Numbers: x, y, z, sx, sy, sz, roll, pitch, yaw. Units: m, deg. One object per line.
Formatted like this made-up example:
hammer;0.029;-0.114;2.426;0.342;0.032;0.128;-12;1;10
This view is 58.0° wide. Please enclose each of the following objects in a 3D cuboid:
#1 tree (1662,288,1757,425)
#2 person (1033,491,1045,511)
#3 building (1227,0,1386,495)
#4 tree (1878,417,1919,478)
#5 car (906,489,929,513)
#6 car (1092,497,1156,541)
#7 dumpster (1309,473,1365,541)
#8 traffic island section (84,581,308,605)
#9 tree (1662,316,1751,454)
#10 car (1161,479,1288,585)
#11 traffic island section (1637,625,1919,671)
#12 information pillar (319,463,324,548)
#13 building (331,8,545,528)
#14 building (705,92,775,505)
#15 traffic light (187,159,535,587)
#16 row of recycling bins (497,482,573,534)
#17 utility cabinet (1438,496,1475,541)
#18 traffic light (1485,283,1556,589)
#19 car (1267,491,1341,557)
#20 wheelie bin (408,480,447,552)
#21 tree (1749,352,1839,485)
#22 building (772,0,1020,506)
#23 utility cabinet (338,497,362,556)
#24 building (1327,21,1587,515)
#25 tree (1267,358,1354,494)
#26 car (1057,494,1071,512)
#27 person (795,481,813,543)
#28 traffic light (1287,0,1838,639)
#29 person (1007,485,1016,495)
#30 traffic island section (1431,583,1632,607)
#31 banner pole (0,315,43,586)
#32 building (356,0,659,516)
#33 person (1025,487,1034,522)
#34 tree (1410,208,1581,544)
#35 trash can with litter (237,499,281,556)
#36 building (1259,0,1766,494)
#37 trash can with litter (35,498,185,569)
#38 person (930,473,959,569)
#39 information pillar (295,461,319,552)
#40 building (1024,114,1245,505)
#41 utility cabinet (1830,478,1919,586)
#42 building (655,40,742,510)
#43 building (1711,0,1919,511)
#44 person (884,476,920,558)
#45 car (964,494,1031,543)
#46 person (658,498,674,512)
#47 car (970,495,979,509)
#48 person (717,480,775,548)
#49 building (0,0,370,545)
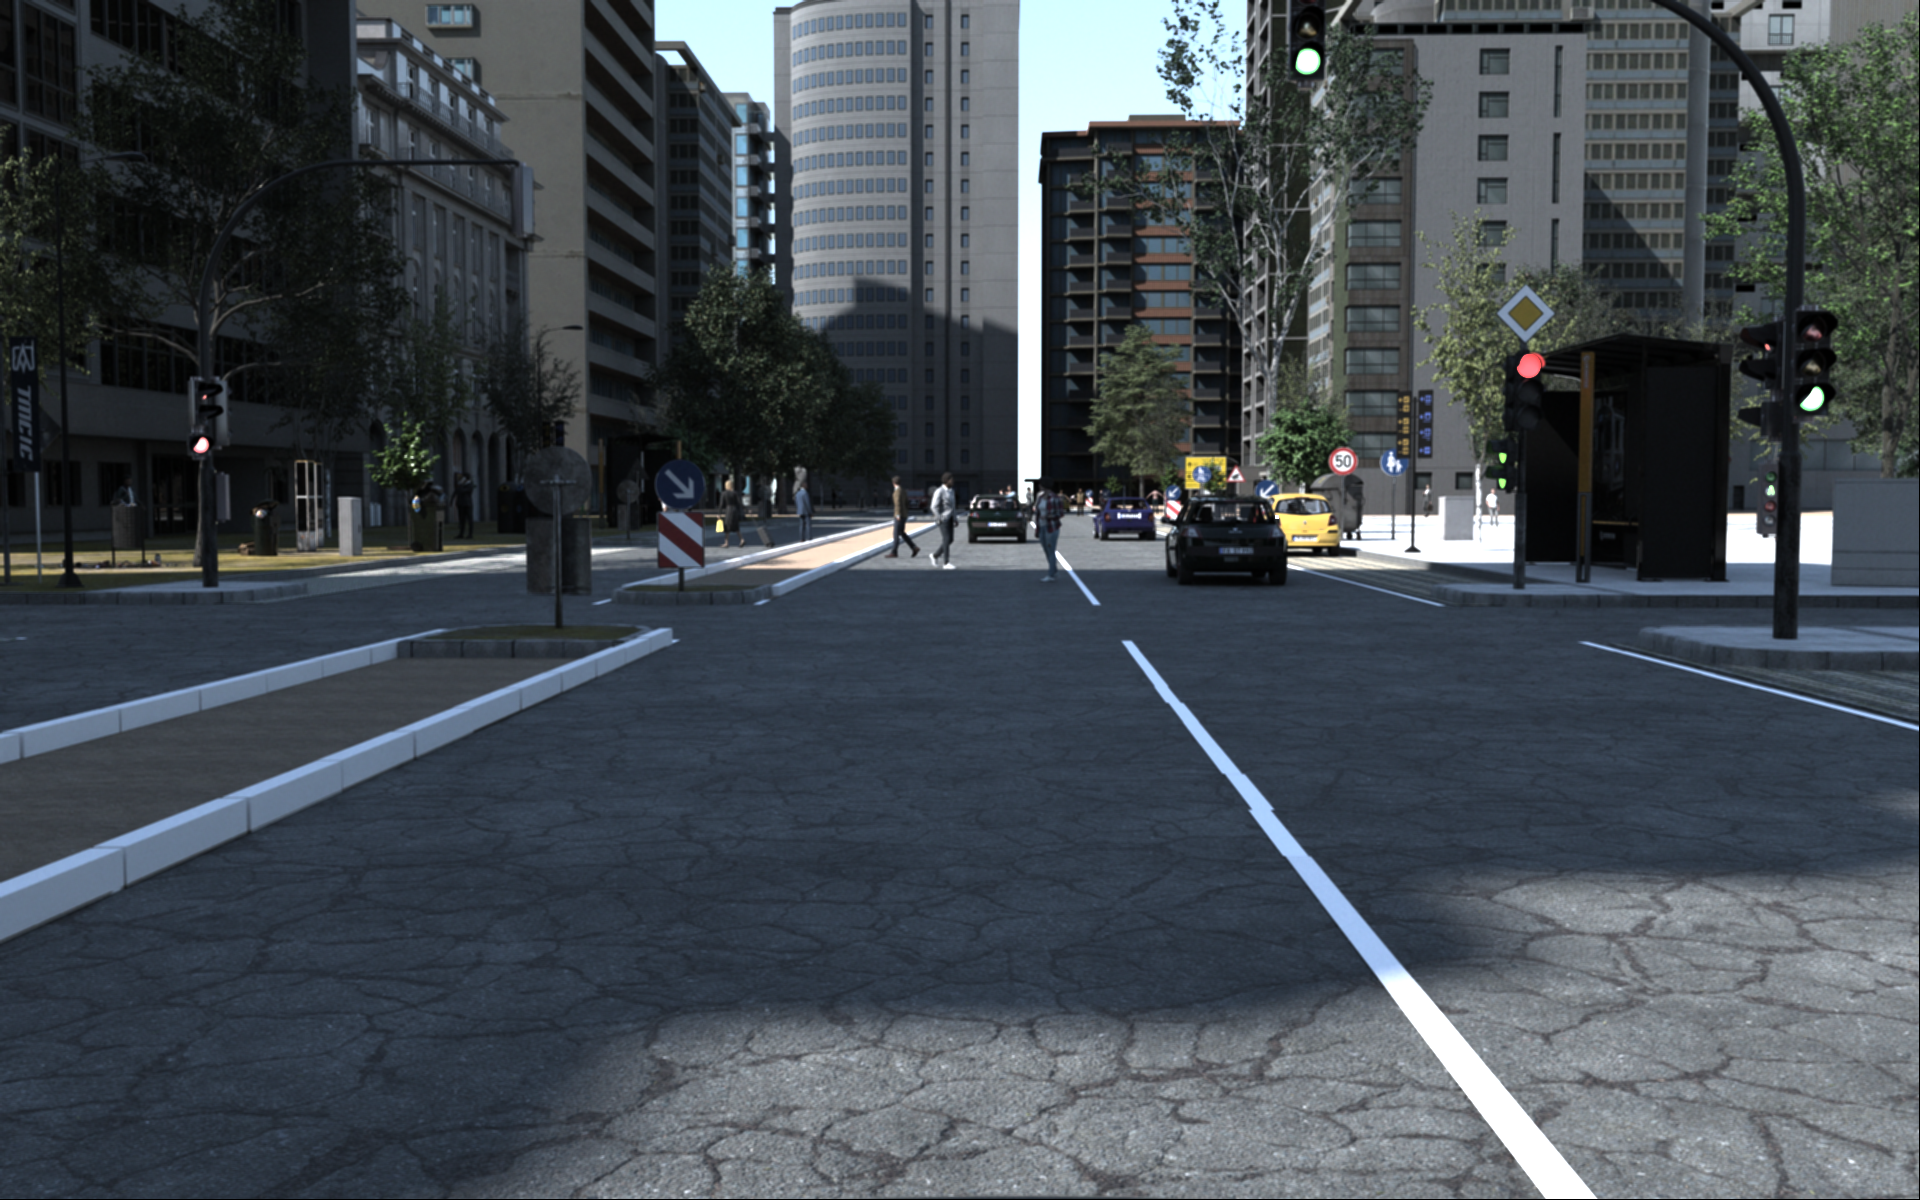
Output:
tree;26.181;-6.782;61.245;4.360;8.622;3.978;0;3;0
person;2.707;-2.940;56.970;0.661;1.777;0.834;2;4;30
building;34.246;-43.586;150.881;20.563;71.187;20.611;0;4;2
tree;59.439;-7.743;89.505;20.602;7.101;11.467;0;4;8
car;-3.433;-7.491;131.147;2.281;1.827;5.304;0;4;0
car;5.158;-2.567;54.552;1.945;1.354;3.894;0;4;0
dumpster;10.494;-2.593;48.162;1.264;1.857;1.865;0;4;2
traffic island section;-10.361;-0.099;23.905;2.009;0.180;2.903;0;4;2
tree;30.144;-7.449;72.155;4.737;8.622;4.395;0;3;0
car;4.370;-1.159;28.732;2.009;1.686;4.222;0;4;3
traffic island section;7.347;0.420;15.413;2.009;0.180;2.903;0;4;2
information pillar;-15.252;-2.227;40.910;0.304;2.012;0.304;1;4;9
building;-28.025;-14.351;76.435;13.314;21.916;24.055;0;4;2
building;-36.432;-35.859;205.909;30.456;49.044;23.786;0;4;2
traffic light;-8.228;-3.002;23.745;4.771;5.953;1.251;0;4;2
row of recycling bins;-13.799;-3.007;56.269;3.534;1.692;1.069;3;5;41
utility cabinet;13.631;-2.228;47.589;1.020;1.237;0.306;-2;4;-25
traffic light;7.533;-2.102;23.282;0.839;4.253;0.868;0;4;2
car;7.863;-1.871;40.815;2.015;1.641;3.980;0;4;3
wheelie bin;-11.787;-1.867;38.433;0.693;1.594;0.980;0;4;2
tree;37.072;-7.798;77.862;4.737;8.622;4.395;0;3;0
building;-7.163;-40.423;202.911;28.212;58.520;21.231;0;4;2
utility cabinet;-12.773;-1.538;36.314;0.306;1.237;1.020;-1;4;-9
building;30.457;-20.703;110.198;14.160;30.474;14.107;0;4;2
tree;18.248;-8.625;91.385;4.737;8.622;4.395;0;3;0
car;7.923;-7.854;138.629;2.015;1.641;3.980;0;4;2
person;-4.493;-2.540;50.214;0.721;1.800;0.419;3;5;44
traffic light;5.214;-2.480;15.218;4.771;5.953;1.251;0;4;2
person;2.106;-3.920;72.684;0.778;1.811;0.616;-3;5;-41
traffic island section;7.573;-0.068;23.395;2.009;0.180;2.903;0;4;2
banner pole;-13.199;-2.093;24.240;0.863;3.779;0.401;1;4;15
building;-31.939;-29.725;109.697;21.300;48.544;21.600;0;4;2
person;3.563;-4.868;88.278;0.473;1.802;0.592;2;4;27
tree;13.439;-5.750;44.372;4.737;8.622;4.395;0;3;0
trash can with litter;-14.596;-1.500;35.915;1.055;1.170;0.624;2;4;30
building;39.518;-26.757;129.364;32.217;40.220;23.993;0;4;2
trash can with litter;-14.967;-1.182;30.375;2.233;1.210;1.678;0;4;-7
person;-0.339;-1.523;33.248;0.795;1.843;0.661;3;4;38
information pillar;-14.400;-2.057;38.123;0.304;2.012;0.304;1;4;11
building;22.006;-33.518;202.651;28.867;44.769;22.147;0;4;2
utility cabinet;12.776;-0.941;24.060;1.173;1.500;0.318;2;4;25
building;-31.990;-27.927;148.488;23.993;40.220;32.217;0;4;2
building;68.425;-34.129;147.252;27.495;52.752;28.713;0;4;2
person;-1.322;-1.884;39.208;0.836;1.842;0.656;-1;4;-14
car;1.115;-2.564;51.715;2.009;1.686;4.222;0;4;1
person;-6.602;-1.821;38.840;0.524;1.755;0.480;1;4;17
car;1.639;-6.058;111.403;2.083;1.381;4.827;0;4;2
person;-5.751;-2.291;46.177;1.509;1.804;0.699;1;4;11
building;-29.294;-14.086;49.370;14.314;24.678;30.058;0;4;2
